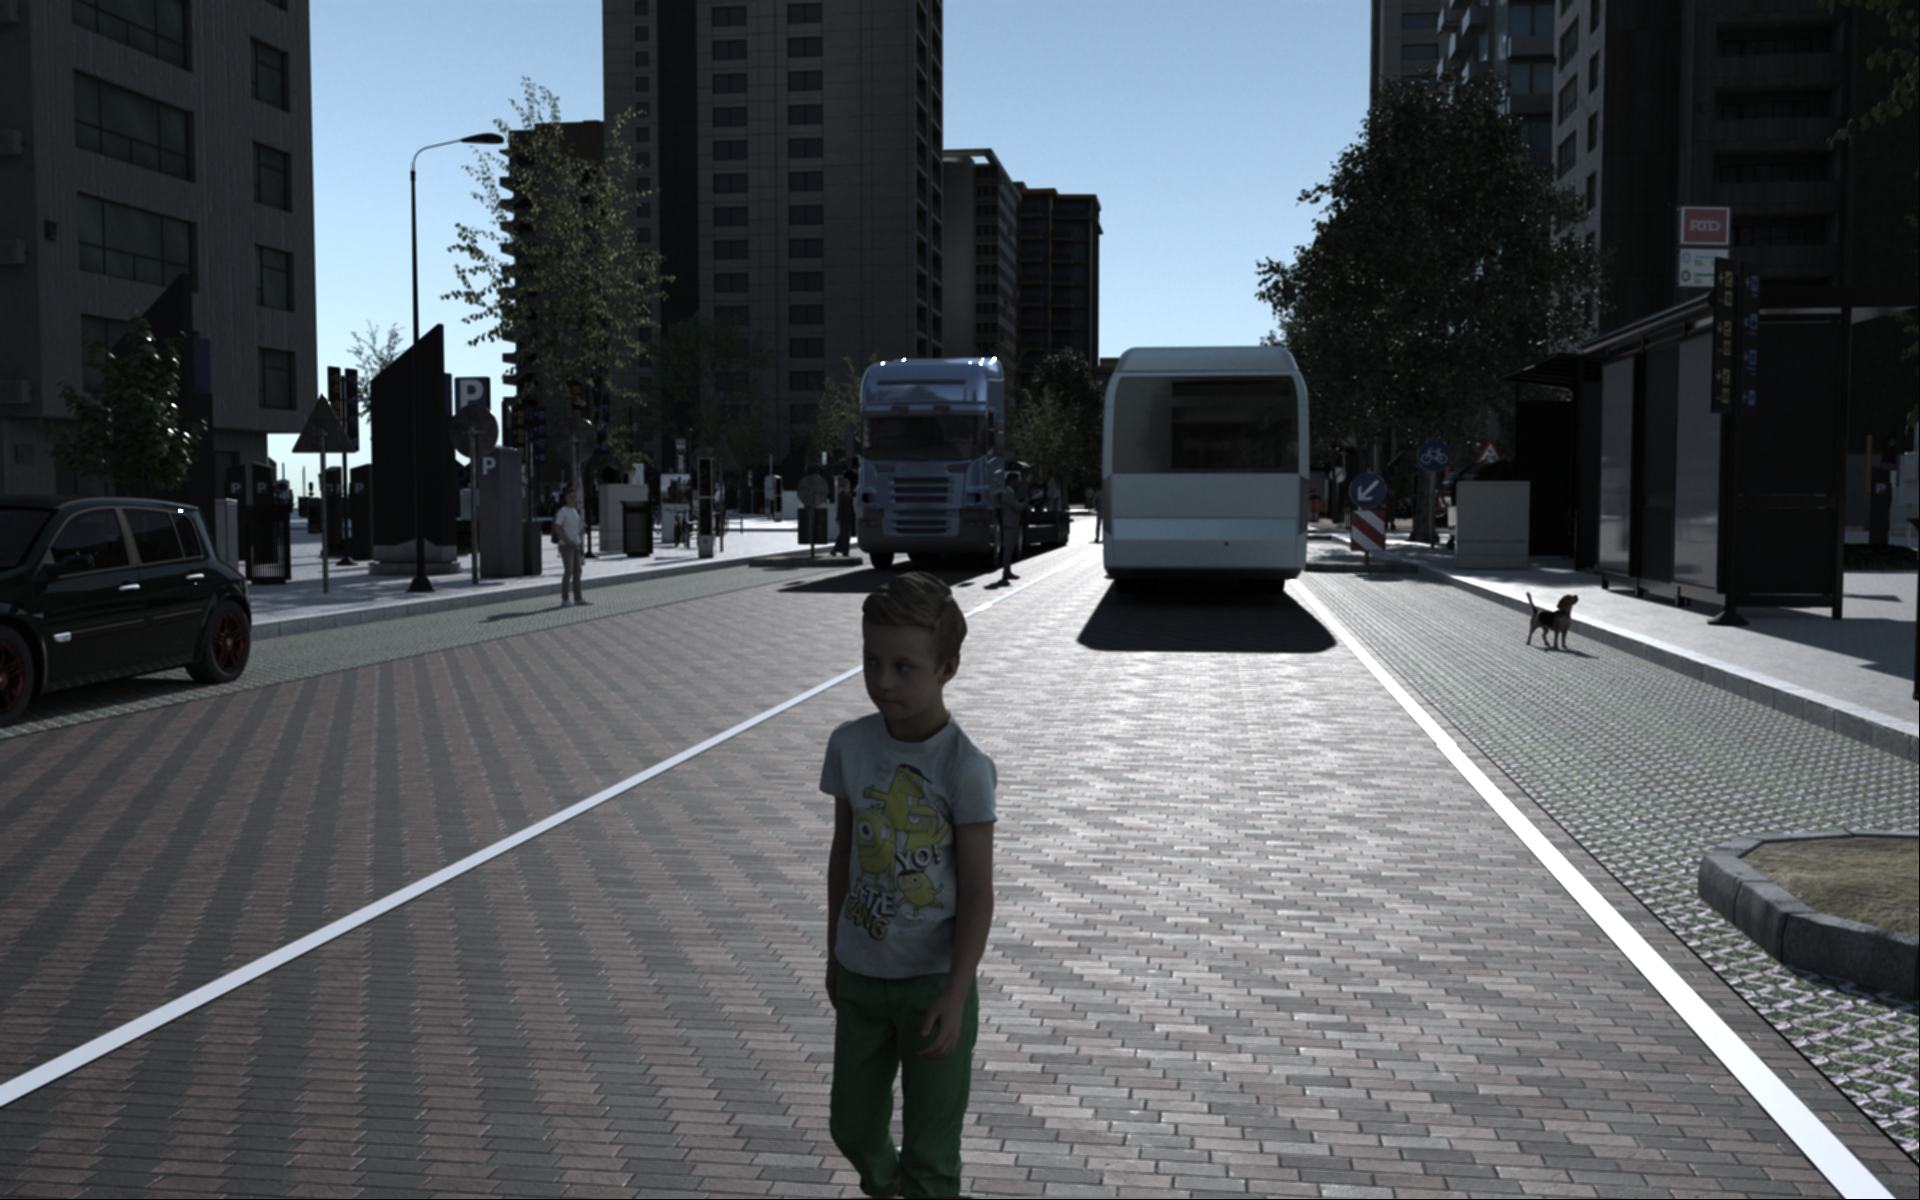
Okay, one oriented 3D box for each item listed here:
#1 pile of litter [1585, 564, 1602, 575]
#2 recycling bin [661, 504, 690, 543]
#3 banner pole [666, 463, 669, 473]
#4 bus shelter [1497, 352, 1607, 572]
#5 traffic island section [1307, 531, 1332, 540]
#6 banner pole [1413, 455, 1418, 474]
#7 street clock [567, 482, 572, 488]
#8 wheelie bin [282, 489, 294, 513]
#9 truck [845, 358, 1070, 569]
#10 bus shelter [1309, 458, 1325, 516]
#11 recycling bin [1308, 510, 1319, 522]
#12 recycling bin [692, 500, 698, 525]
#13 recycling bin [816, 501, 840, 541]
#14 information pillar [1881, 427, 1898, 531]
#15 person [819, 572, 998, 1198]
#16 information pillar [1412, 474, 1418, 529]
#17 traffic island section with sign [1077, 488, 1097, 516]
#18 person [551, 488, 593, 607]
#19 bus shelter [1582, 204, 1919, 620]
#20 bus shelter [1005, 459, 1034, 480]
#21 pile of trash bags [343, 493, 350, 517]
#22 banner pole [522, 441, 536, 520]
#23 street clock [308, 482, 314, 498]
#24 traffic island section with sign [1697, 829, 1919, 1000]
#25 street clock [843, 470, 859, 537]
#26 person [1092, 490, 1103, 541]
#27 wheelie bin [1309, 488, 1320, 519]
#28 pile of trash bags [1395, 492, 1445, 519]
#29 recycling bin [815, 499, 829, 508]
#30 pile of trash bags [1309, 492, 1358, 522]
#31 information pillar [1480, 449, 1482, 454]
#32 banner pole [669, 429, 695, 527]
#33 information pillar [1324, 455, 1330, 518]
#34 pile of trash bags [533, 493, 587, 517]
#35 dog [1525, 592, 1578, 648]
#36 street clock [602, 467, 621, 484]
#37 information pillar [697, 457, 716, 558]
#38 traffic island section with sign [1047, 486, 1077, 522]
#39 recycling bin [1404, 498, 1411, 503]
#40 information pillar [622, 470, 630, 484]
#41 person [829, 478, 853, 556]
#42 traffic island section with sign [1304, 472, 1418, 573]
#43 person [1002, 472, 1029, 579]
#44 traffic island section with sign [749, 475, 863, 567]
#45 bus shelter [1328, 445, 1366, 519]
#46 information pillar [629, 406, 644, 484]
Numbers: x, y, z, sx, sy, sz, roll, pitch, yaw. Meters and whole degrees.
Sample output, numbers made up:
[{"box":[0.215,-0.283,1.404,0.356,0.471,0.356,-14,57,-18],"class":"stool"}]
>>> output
[{"box":[10.637,-0.827,27.488,1.176,0.858,1.719,0,4,1],"class":"pile of litter"},{"box":[-7.592,-2.054,46.130,0.722,1.027,0.722,-1,4,-11],"class":"recycling bin"},{"box":[-23.113,-9.038,137.785,0.863,3.779,0.401,-2,4,-33],"class":"banner pole"},{"box":[11.159,-2.467,31.620,1.731,3.624,6.357,1,4,8],"class":"bus shelter"},{"box":[10.687,-2.000,54.979,2.009,0.180,2.903,1,4,8],"class":"traffic island section"},{"box":[29.553,-7.480,112.319,0.863,3.779,0.401,-2,4,-35],"class":"banner pole"},{"box":[-24.178,-6.311,107.748,0.358,2.002,0.471,2,4,24],"class":"street clock"},{"box":[-45.892,-6.742,118.146,0.980,1.594,0.693,0,4,-5],"class":"wheelie bin"},{"box":[0.555,-3.082,40.149,2.967,4.110,18.799,1,4,8],"class":"truck"},{"box":[20.566,-6.405,98.646,2.014,3.302,5.546,1,4,8],"class":"bus shelter"},{"box":[16.355,-4.210,81.380,0.722,1.027,0.722,-2,4,-27],"class":"recycling bin"},{"box":[-11.407,-3.720,73.371,0.722,1.027,0.722,1,4,18],"class":"recycling bin"},{"box":[-3.417,-2.122,47.245,0.722,1.027,0.722,1,4,10],"class":"recycling bin"},{"box":[32.422,-4.226,60.450,0.504,3.616,0.183,2,4,32],"class":"information pillar"},{"box":[-0.088,0.599,2.954,0.306,1.304,0.590,0,4,2],"class":"person"},{"box":[16.489,-3.532,62.247,0.304,2.012,0.304,-2,4,-29],"class":"information pillar"},{"box":[8.672,-6.533,115.436,1.989,1.847,2.006,1,4,8],"class":"traffic island section with sign"},{"box":[-4.939,-0.668,22.025,0.523,1.515,0.503,-1,4,-11],"class":"person"},{"box":[9.279,-2.700,21.779,2.179,5.291,8.768,0,4,8],"class":"bus shelter"},{"box":[3.181,-6.731,103.979,2.014,3.302,5.546,0,4,8],"class":"bus shelter"},{"box":[-31.807,-4.993,91.381,3.447,1.369,1.912,1,4,10],"class":"pile of trash bags"},{"box":[-17.825,-5.027,72.216,0.401,3.779,0.863,-3,4,-39],"class":"banner pole"},{"box":[-40.104,-6.268,107.058,0.358,2.002,0.471,-1,4,-21],"class":"street clock"},{"box":[3.540,0.190,5.529,1.989,1.847,2.006,1,4,8],"class":"traffic island section with sign"},{"box":[-3.251,-2.904,52.048,0.471,2.002,0.358,2,4,26],"class":"street clock"},{"box":[4.415,-2.742,53.433,0.635,1.810,0.391,-1,4,-15],"class":"person"},{"box":[17.858,-4.868,87.500,0.693,1.594,0.980,1,4,14],"class":"wheelie bin"},{"box":[24.410,-4.971,91.033,1.912,1.369,3.447,-2,4,-25],"class":"pile of trash bags"},{"box":[-7.502,-4.946,93.417,0.722,1.027,0.722,1,4,22],"class":"recycling bin"},{"box":[17.628,-4.246,79.177,3.447,1.369,1.912,1,4,18],"class":"pile of trash bags"},{"box":[23.679,-5.319,78.315,0.183,3.616,0.504,-3,5,-45],"class":"information pillar"},{"box":[-10.579,-4.683,66.578,0.863,3.779,0.401,-2,4,-33],"class":"banner pole"},{"box":[20.116,-6.302,94.391,0.504,3.616,0.183,2,4,28],"class":"information pillar"},{"box":[-22.518,-5.300,96.409,3.447,1.369,1.912,-1,4,-20],"class":"pile of trash bags"},{"box":[5.520,0.190,16.174,0.540,0.507,0.406,2,4,30],"class":"dog"},{"box":[-9.182,-2.514,45.666,0.471,2.002,0.358,2,4,30],"class":"street clock"},{"box":[-5.092,-1.854,34.810,0.304,2.012,0.304,0,4,2],"class":"information pillar"},{"box":[4.802,-4.901,88.759,1.989,1.847,2.006,1,4,8],"class":"traffic island section with sign"},{"box":[29.776,-6.343,116.257,0.722,1.027,0.722,-1,4,-12],"class":"recycling bin"},{"box":[-10.307,-3.024,53.936,0.304,2.012,0.304,2,4,31],"class":"information pillar"},{"box":[-2.579,-1.776,37.958,0.534,1.772,0.576,-1,4,-15],"class":"person"},{"box":[7.405,-1.442,32.207,1.989,1.847,2.006,1,4,8],"class":"traffic island section with sign"},{"box":[0.933,-1.259,29.265,0.466,1.800,0.511,0,4,-5],"class":"person"},{"box":[-3.015,-1.593,34.666,1.989,1.847,2.006,1,4,8],"class":"traffic island section with sign"},{"box":[18.805,-5.733,85.020,1.731,3.624,6.357,0,4,8],"class":"bus shelter"},{"box":[-8.658,-3.364,46.364,0.183,3.616,0.504,2,4,30],"class":"information pillar"}]
